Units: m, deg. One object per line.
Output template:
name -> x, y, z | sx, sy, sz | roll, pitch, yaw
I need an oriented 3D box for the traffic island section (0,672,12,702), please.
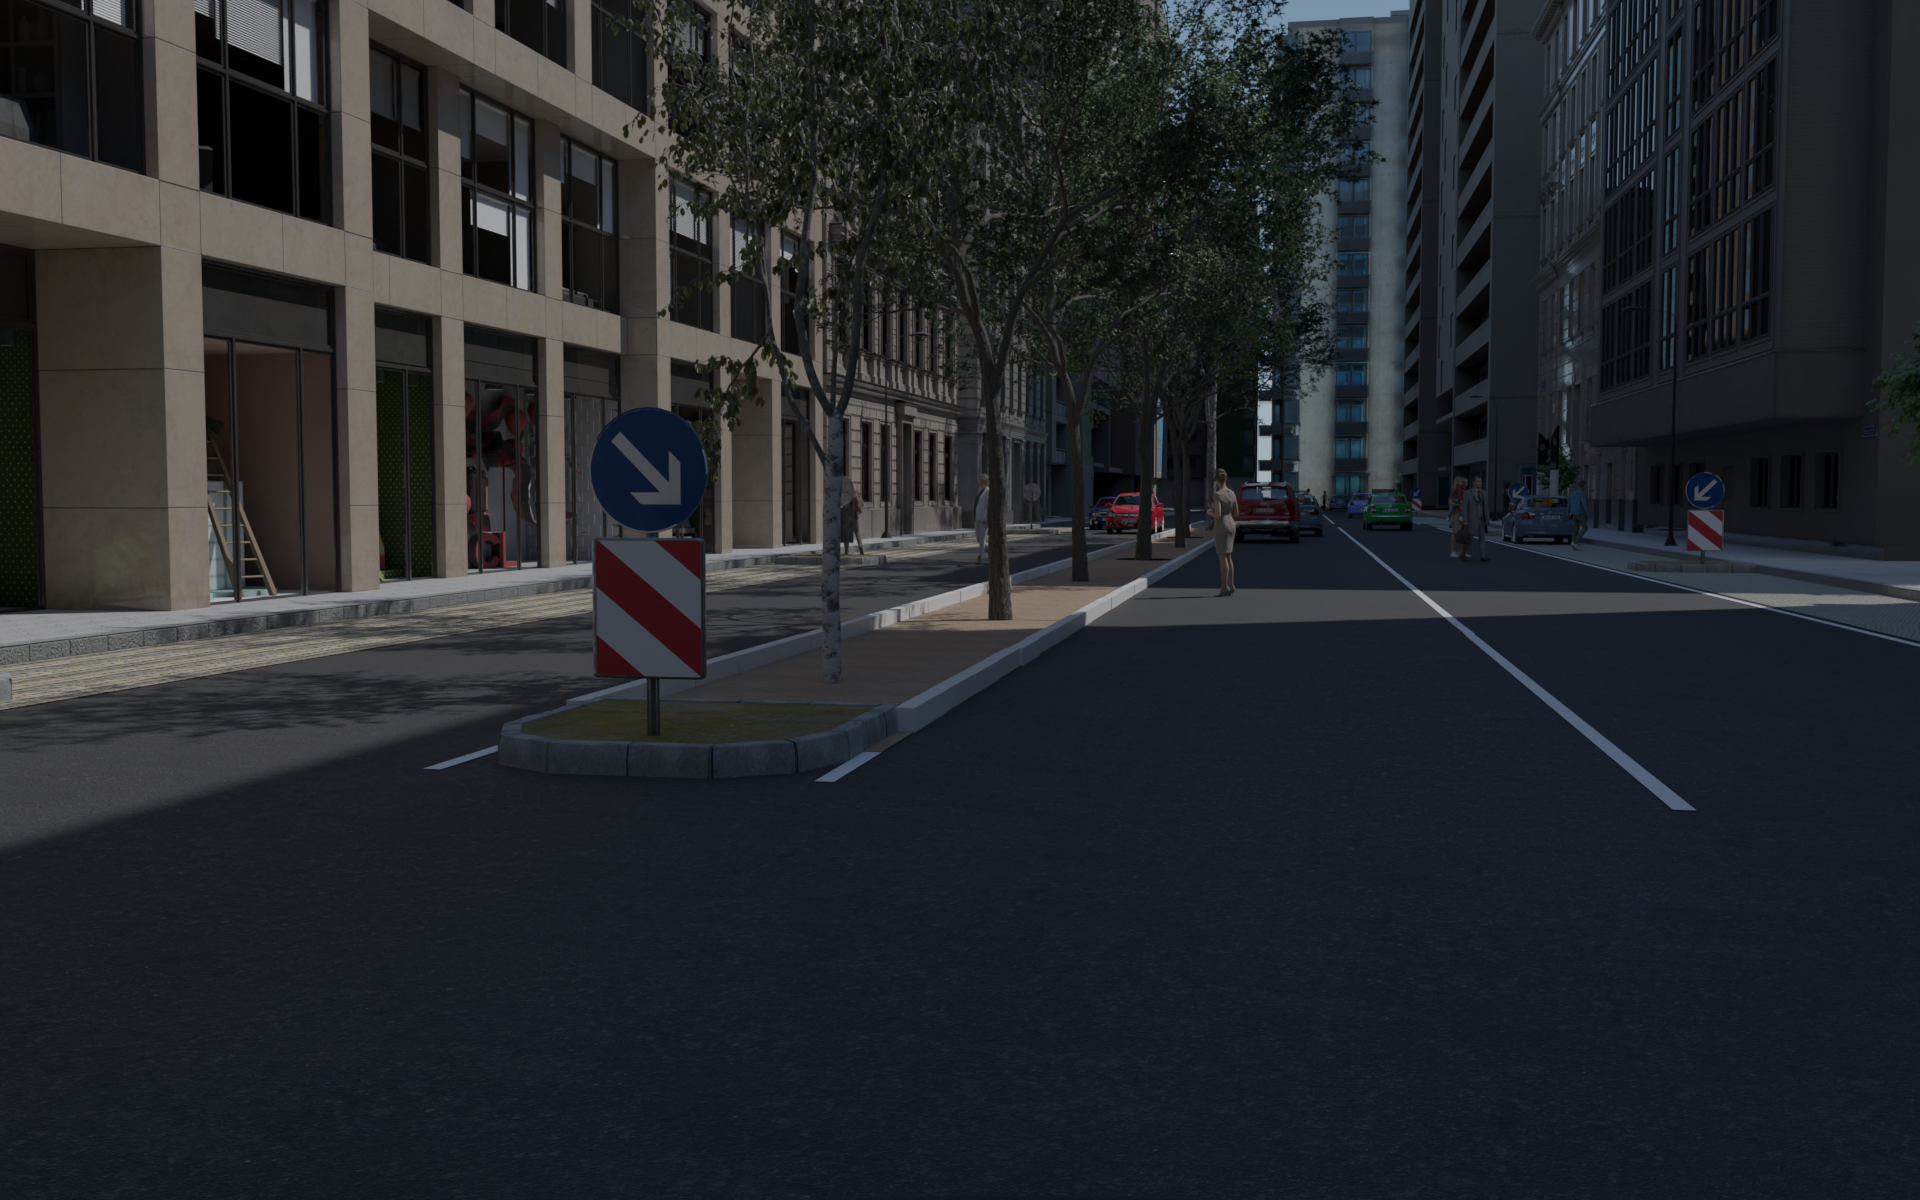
traffic island section -> -7.699, 0.673, 11.273 | 2.009, 0.180, 2.903 | 1, 4, 11

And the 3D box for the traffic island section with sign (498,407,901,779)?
traffic island section with sign -> -1.513, -0.097, 9.722 | 2.006, 1.907, 1.989 | 1, 4, 11

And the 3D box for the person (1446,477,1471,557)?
person -> 11.321, -1.884, 39.275 | 0.573, 1.828, 0.580 | 2, 4, 25

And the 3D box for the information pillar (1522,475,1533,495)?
information pillar -> 21.952, -3.826, 67.053 | 0.304, 2.012, 0.304 | 0, 4, -3

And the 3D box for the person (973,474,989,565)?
person -> 0.512, -1.655, 35.436 | 0.514, 1.842, 0.818 | 3, 4, 38

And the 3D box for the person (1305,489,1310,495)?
person -> 17.588, -4.785, 87.654 | 0.530, 1.710, 0.541 | 2, 4, 29

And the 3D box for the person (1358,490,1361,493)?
person -> 28.619, -7.012, 123.866 | 1.217, 1.735, 0.721 | -2, 4, -31

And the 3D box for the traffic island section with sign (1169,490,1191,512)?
traffic island section with sign -> 17.398, -7.934, 138.347 | 1.989, 1.847, 2.006 | 1, 4, 11

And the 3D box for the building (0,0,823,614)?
building -> -16.218, -13.752, 29.364 | 19.350, 26.468, 34.151 | 1, 4, 11

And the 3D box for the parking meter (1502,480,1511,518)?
parking meter -> 23.332, -4.174, 73.948 | 0.255, 1.863, 0.399 | 0, 4, 7

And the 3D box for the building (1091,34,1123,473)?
building -> -3.805, -32.125, 114.481 | 28.713, 52.752, 27.495 | 1, 4, 11

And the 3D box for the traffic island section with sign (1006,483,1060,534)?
traffic island section with sign -> 2.565, -3.277, 62.209 | 1.989, 1.847, 2.006 | 1, 4, 11

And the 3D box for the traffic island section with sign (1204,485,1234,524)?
traffic island section with sign -> 12.848, -4.608, 83.481 | 2.006, 1.907, 1.989 | 1, 4, 11

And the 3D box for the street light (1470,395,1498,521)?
street light -> 24.650, -6.660, 81.430 | 1.470, 5.913, 1.316 | 1, 4, 11

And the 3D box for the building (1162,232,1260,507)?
building -> 22.835, -24.590, 173.743 | 14.107, 30.474, 14.160 | 1, 4, 11

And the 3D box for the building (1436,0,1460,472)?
building -> 47.370, -32.291, 117.201 | 28.713, 52.752, 27.495 | 1, 4, 11

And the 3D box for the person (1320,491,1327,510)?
person -> 32.650, -8.946, 155.562 | 0.721, 1.735, 1.217 | 3, 4, 37

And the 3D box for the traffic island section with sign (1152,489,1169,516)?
traffic island section with sign -> 12.242, -6.316, 111.888 | 1.989, 1.847, 2.006 | 1, 4, 11

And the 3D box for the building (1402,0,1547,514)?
building -> 48.250, -31.720, 142.327 | 21.300, 48.544, 21.600 | 1, 4, 11

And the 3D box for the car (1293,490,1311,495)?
car -> 29.260, -8.628, 149.740 | 2.281, 1.827, 5.304 | 1, 4, 9

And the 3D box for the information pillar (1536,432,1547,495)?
information pillar -> 22.159, -4.554, 65.817 | 0.504, 3.616, 0.183 | -1, 4, -15

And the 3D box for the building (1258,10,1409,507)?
building -> 45.710, -33.913, 174.082 | 30.456, 49.044, 23.786 | 1, 4, 11

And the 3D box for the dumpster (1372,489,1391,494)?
dumpster -> 35.393, -8.370, 145.064 | 1.865, 1.857, 1.264 | 1, 4, 10

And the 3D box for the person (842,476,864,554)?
person -> -2.496, -1.877, 39.147 | 0.622, 1.834, 0.822 | -1, 4, -21

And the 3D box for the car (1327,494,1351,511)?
car -> 31.673, -8.102, 144.467 | 2.014, 1.417, 4.499 | 1, 4, 12

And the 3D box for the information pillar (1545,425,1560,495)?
information pillar -> 20.339, -4.153, 59.263 | 0.183, 3.616, 0.504 | 0, 4, -6

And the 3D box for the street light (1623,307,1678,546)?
street light -> 17.126, -4.307, 42.968 | 1.470, 5.913, 1.316 | 1, 4, 11

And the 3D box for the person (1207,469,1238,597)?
person -> 3.656, -0.936, 24.149 | 0.374, 1.781, 0.599 | 3, 5, 43

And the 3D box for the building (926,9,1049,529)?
building -> -2.195, -13.695, 73.069 | 9.793, 20.994, 18.267 | 1, 4, 11

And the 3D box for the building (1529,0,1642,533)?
building -> 30.044, -16.508, 67.175 | 12.463, 27.353, 25.104 | 1, 4, 11

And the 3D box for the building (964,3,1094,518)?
building -> -0.546, -25.044, 93.060 | 14.154, 41.232, 14.086 | 1, 4, 11

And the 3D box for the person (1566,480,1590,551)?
person -> 15.562, -2.128, 43.637 | 0.444, 1.785, 0.601 | -1, 4, -15

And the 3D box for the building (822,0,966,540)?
building -> -6.299, -11.633, 54.831 | 10.561, 19.102, 19.286 | 1, 4, 11

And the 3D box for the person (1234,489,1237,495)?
person -> 14.757, -5.152, 93.412 | 0.551, 1.740, 0.621 | 0, 4, 2

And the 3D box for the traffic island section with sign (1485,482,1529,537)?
traffic island section with sign -> 18.704, -3.060, 58.663 | 1.989, 1.847, 2.006 | 1, 4, 11

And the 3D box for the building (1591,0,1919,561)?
building -> 25.199, -15.258, 42.974 | 14.314, 27.812, 24.014 | 1, 4, 11

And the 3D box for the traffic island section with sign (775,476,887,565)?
traffic island section with sign -> -2.588, -1.658, 35.732 | 1.989, 1.847, 2.006 | 1, 4, 11

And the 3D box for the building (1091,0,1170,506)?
building -> 10.885, -30.814, 153.912 | 14.200, 45.320, 14.600 | 1, 4, 11

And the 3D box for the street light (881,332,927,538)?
street light -> -1.602, -4.733, 49.933 | 1.470, 5.913, 1.316 | 1, 4, 11

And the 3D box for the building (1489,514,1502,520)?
building -> 38.849, -28.731, 93.446 | 21.300, 48.544, 21.600 | 1, 4, 11

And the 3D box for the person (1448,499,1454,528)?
person -> 20.546, -3.634, 72.201 | 0.394, 1.301, 0.425 | 1, 4, 9

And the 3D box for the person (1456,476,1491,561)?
person -> 10.991, -1.731, 36.900 | 0.694, 1.812, 0.767 | -1, 4, -19

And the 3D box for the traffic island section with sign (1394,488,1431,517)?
traffic island section with sign -> 28.298, -6.074, 107.942 | 1.989, 1.847, 2.006 | 1, 4, 11

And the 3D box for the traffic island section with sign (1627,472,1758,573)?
traffic island section with sign -> 13.554, -1.442, 32.203 | 1.989, 1.847, 2.006 | 1, 4, 11

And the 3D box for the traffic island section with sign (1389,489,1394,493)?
traffic island section with sign -> 33.470, -7.692, 134.398 | 1.989, 1.847, 2.006 | 1, 4, 11

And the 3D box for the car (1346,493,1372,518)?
car -> 24.062, -5.747, 103.552 | 1.945, 1.707, 3.694 | 1, 4, 11
